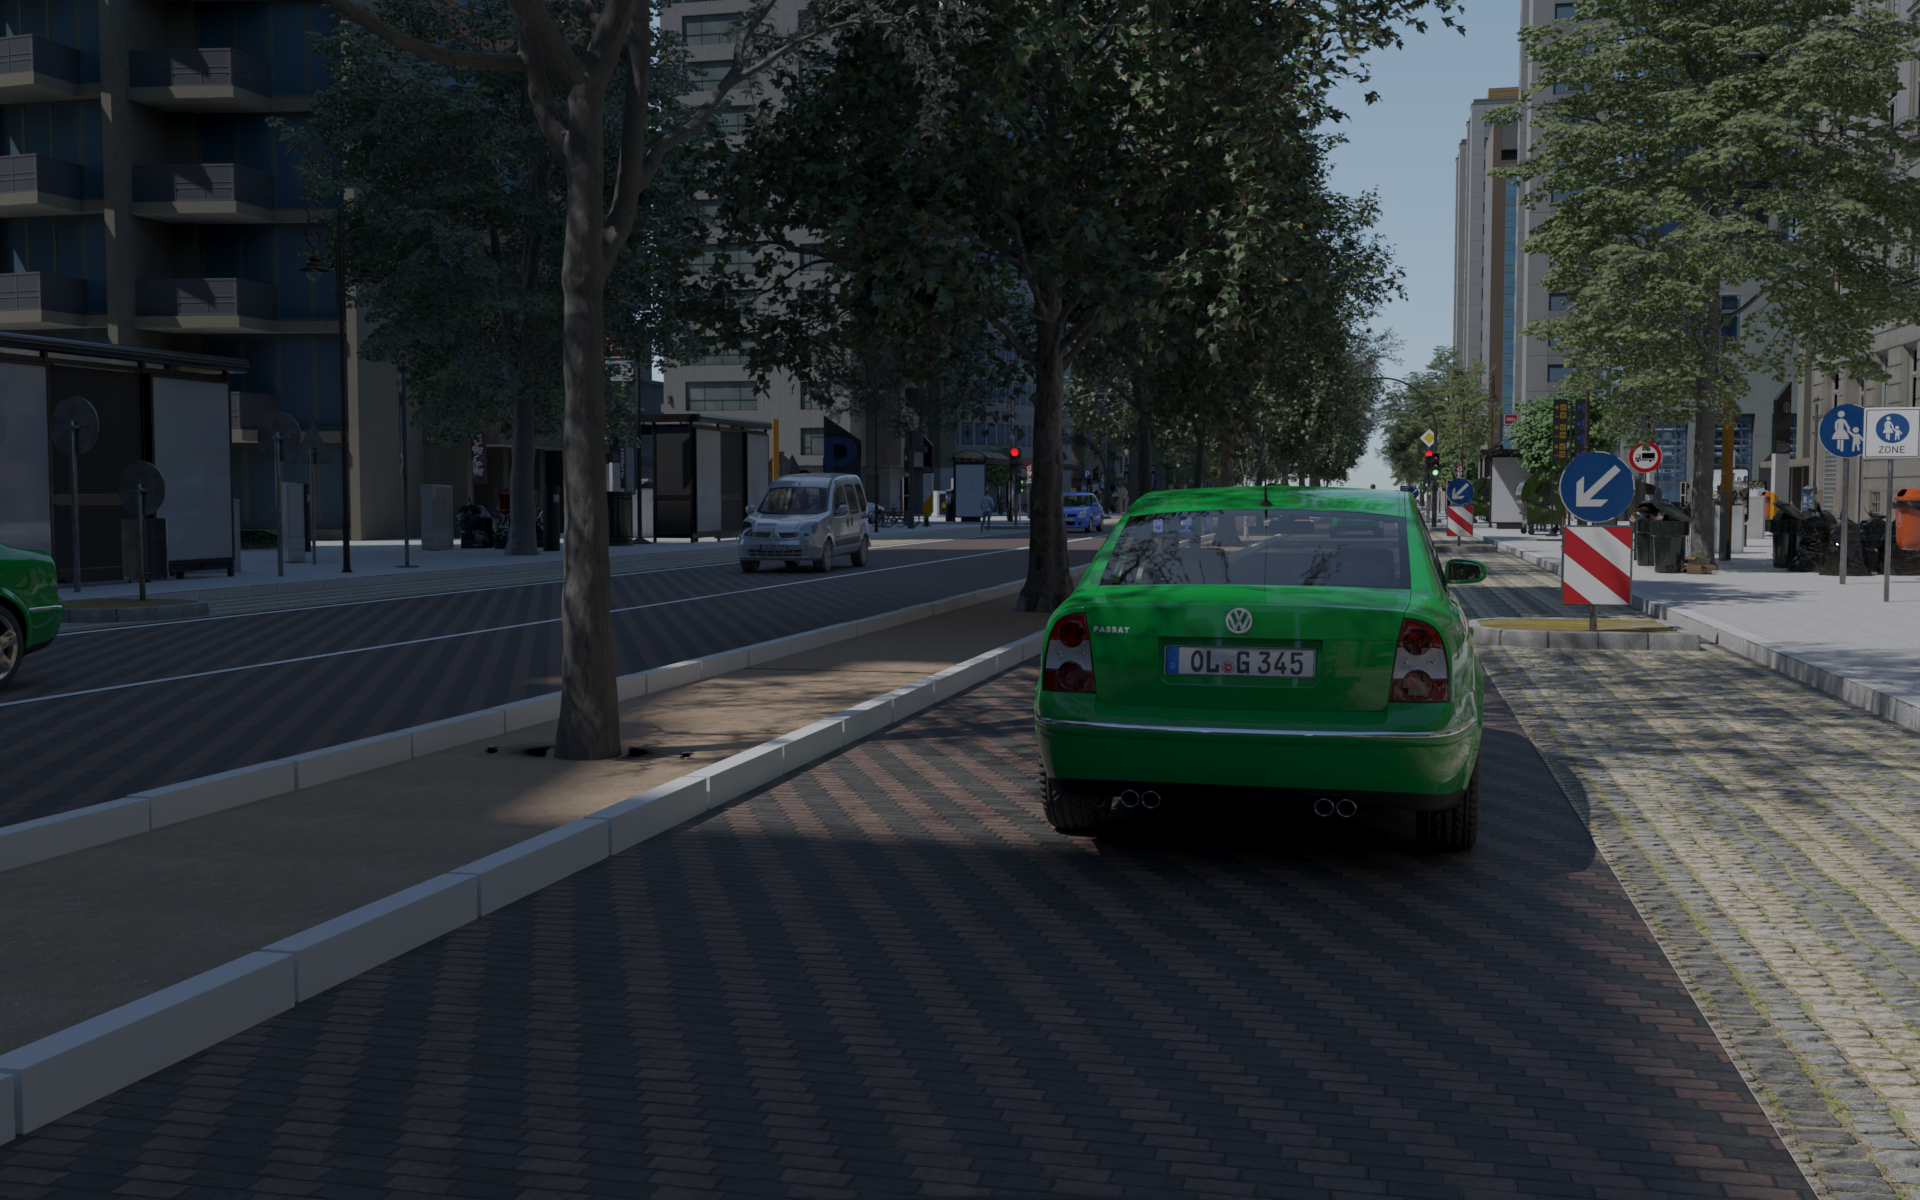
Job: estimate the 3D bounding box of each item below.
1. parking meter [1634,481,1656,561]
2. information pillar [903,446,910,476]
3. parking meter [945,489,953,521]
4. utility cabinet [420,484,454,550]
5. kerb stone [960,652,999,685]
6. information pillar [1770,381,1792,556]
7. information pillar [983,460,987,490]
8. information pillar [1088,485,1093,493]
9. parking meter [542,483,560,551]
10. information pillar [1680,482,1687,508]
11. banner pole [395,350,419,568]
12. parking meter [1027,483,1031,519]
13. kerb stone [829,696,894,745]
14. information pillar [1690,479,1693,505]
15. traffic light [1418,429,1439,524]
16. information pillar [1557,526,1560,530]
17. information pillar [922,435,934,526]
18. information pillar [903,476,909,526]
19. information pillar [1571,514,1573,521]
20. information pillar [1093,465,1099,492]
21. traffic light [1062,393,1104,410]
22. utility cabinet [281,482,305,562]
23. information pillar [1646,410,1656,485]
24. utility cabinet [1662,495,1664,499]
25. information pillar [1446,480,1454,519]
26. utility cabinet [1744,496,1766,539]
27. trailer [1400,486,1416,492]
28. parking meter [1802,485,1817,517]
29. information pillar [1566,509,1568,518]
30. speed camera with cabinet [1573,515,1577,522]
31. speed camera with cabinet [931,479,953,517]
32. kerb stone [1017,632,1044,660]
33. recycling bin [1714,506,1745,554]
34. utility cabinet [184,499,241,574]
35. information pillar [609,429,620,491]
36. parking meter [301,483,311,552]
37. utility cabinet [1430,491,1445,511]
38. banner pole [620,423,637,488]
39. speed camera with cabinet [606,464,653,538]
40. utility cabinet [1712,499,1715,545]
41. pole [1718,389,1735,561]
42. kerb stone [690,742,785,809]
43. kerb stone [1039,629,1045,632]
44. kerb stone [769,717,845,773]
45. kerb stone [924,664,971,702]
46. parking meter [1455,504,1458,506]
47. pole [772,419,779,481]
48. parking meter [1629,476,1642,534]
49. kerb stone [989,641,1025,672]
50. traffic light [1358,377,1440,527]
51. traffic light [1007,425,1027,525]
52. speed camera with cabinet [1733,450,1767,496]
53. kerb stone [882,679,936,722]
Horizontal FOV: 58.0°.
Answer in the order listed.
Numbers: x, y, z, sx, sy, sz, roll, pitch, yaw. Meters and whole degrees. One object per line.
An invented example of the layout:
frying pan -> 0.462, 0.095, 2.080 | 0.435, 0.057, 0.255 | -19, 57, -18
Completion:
parking meter -> 13.212, -1.529, 33.416 | 0.372, 1.533, 0.369 | 0, 3, 0
information pillar -> -2.633, -5.754, 85.433 | 0.183, 3.616, 0.504 | 3, 5, 41
parking meter -> -0.497, -4.451, 81.177 | 0.372, 1.533, 0.369 | 0, 3, 0
utility cabinet -> -11.950, -1.893, 39.626 | 0.318, 1.500, 1.173 | 0, 4, 5
kerb stone -> 0.119, 0.541, 13.358 | 0.120, 0.150, 1.000 | 1, 4, 13
information pillar -> 16.929, -2.713, 35.711 | 0.504, 3.616, 0.183 | -2, 4, -30
information pillar -> 1.628, -7.513, 114.199 | 0.183, 3.616, 0.504 | -2, 4, -32
information pillar -> 11.139, -8.772, 147.912 | 0.304, 2.012, 0.304 | 0, 4, -8
parking meter -> -9.202, -1.871, 38.995 | 0.372, 1.533, 0.369 | 0, 3, 0
information pillar -> 44.071, -6.175, 105.460 | 0.304, 2.012, 0.304 | 3, 5, 41
banner pole -> -9.632, -2.443, 29.960 | 0.401, 3.779, 0.863 | -1, 4, -10
parking meter -> 3.648, -5.165, 90.162 | 0.255, 1.863, 0.399 | 0, 4, -5
kerb stone -> -0.601, 0.724, 10.367 | 0.120, 0.150, 1.000 | 1, 4, 13
information pillar -> 36.760, -5.033, 86.774 | 0.304, 2.012, 0.304 | 1, 4, 13
traffic light -> 20.181, -5.243, 74.651 | 0.839, 4.253, 0.868 | 1, 4, 13
information pillar -> 21.471, -4.328, 62.117 | 0.183, 3.616, 0.504 | 2, 4, 24
information pillar -> -1.270, -4.749, 68.997 | 0.504, 3.616, 0.183 | 3, 5, 41
information pillar -> -2.099, -4.024, 70.278 | 0.304, 2.012, 0.304 | 2, 4, 31
information pillar -> 29.281, -4.770, 82.485 | 0.304, 2.012, 0.304 | 1, 4, 17
information pillar -> 10.826, -8.972, 138.042 | 0.504, 3.616, 0.183 | 0, 4, 2
traffic light -> 6.225, -6.321, 78.013 | 4.771, 5.953, 1.251 | 1, 4, 13
utility cabinet -> -12.571, -1.465, 32.628 | 0.318, 1.500, 1.173 | -2, 4, -28
information pillar -> 18.553, -3.376, 46.555 | 0.183, 3.616, 0.504 | 3, 4, 37
utility cabinet -> 37.870, -5.049, 93.705 | 0.306, 1.237, 1.020 | 2, 4, 27
information pillar -> 25.267, -5.187, 89.296 | 0.304, 2.012, 0.304 | 3, 4, 38
utility cabinet -> 22.479, -2.350, 49.587 | 1.020, 1.237, 0.306 | 2, 4, 31
trailer -> 30.677, -6.836, 118.814 | 1.471, 1.999, 3.904 | 1, 4, 13
parking meter -> 23.998, -2.479, 48.945 | 0.372, 1.533, 0.369 | 0, 3, 0
information pillar -> 31.995, -6.137, 91.695 | 0.504, 3.616, 0.183 | -2, 4, -24
speed camera with cabinet -> 32.189, -5.755, 88.422 | 2.038, 3.252, 0.660 | 0, 4, -2
speed camera with cabinet -> -0.612, -6.225, 96.107 | 2.038, 3.252, 0.660 | -3, 4, -38
kerb stone -> 0.603, 0.421, 15.356 | 0.120, 0.150, 1.000 | 1, 4, 13
recycling bin -> 16.594, -1.532, 37.602 | 0.722, 1.027, 0.722 | 1, 4, 18
utility cabinet -> -12.200, -1.034, 28.075 | 0.306, 1.237, 1.020 | 2, 4, 34
information pillar -> -9.134, -3.330, 45.803 | 0.183, 3.616, 0.504 | 1, 4, 14
parking meter -> -14.587, -1.832, 38.369 | 0.372, 1.533, 0.369 | 0, 3, 0
utility cabinet -> 36.257, -7.518, 131.600 | 1.173, 1.500, 0.318 | 1, 4, 16
banner pole -> -10.751, -4.050, 56.235 | 0.863, 3.779, 0.401 | -2, 4, -29
speed camera with cabinet -> -9.956, -3.431, 50.427 | 2.038, 3.252, 0.660 | -2, 4, -33
utility cabinet -> 14.643, -1.399, 34.032 | 0.306, 1.237, 1.020 | 1, 4, 19
pole -> 14.714, -2.409, 33.223 | 0.158, 3.312, 0.155 | 0, 3, 0
kerb stone -> -1.078, 0.846, 8.362 | 0.120, 0.150, 1.000 | 1, 4, 13
kerb stone -> 0.844, 0.358, 16.350 | 0.120, 0.150, 1.000 | 1, 4, 13
kerb stone -> -0.843, 0.787, 9.365 | 0.120, 0.150, 1.000 | 1, 4, 13
kerb stone -> -0.114, 0.601, 12.363 | 0.120, 0.150, 1.000 | 1, 4, 13
parking meter -> 29.866, -6.002, 103.846 | 0.399, 1.863, 0.255 | -2, 4, -27
pole -> -5.004, -3.255, 47.060 | 0.158, 3.312, 0.155 | 0, 3, 0
parking meter -> 21.928, -3.091, 56.254 | 0.255, 1.863, 0.399 | 2, 4, 35
kerb stone -> 0.358, 0.479, 14.364 | 0.120, 0.150, 1.000 | 1, 4, 13
traffic light -> 16.260, -5.662, 67.234 | 4.771, 5.953, 1.251 | 1, 4, 13
traffic light -> 2.304, -5.002, 70.703 | 0.839, 4.253, 0.868 | 1, 4, 13
speed camera with cabinet -> 35.184, -5.079, 77.382 | 0.660, 3.252, 2.038 | -1, 4, -15
kerb stone -> -0.358, 0.663, 11.360 | 0.120, 0.150, 1.000 | 1, 4, 13
